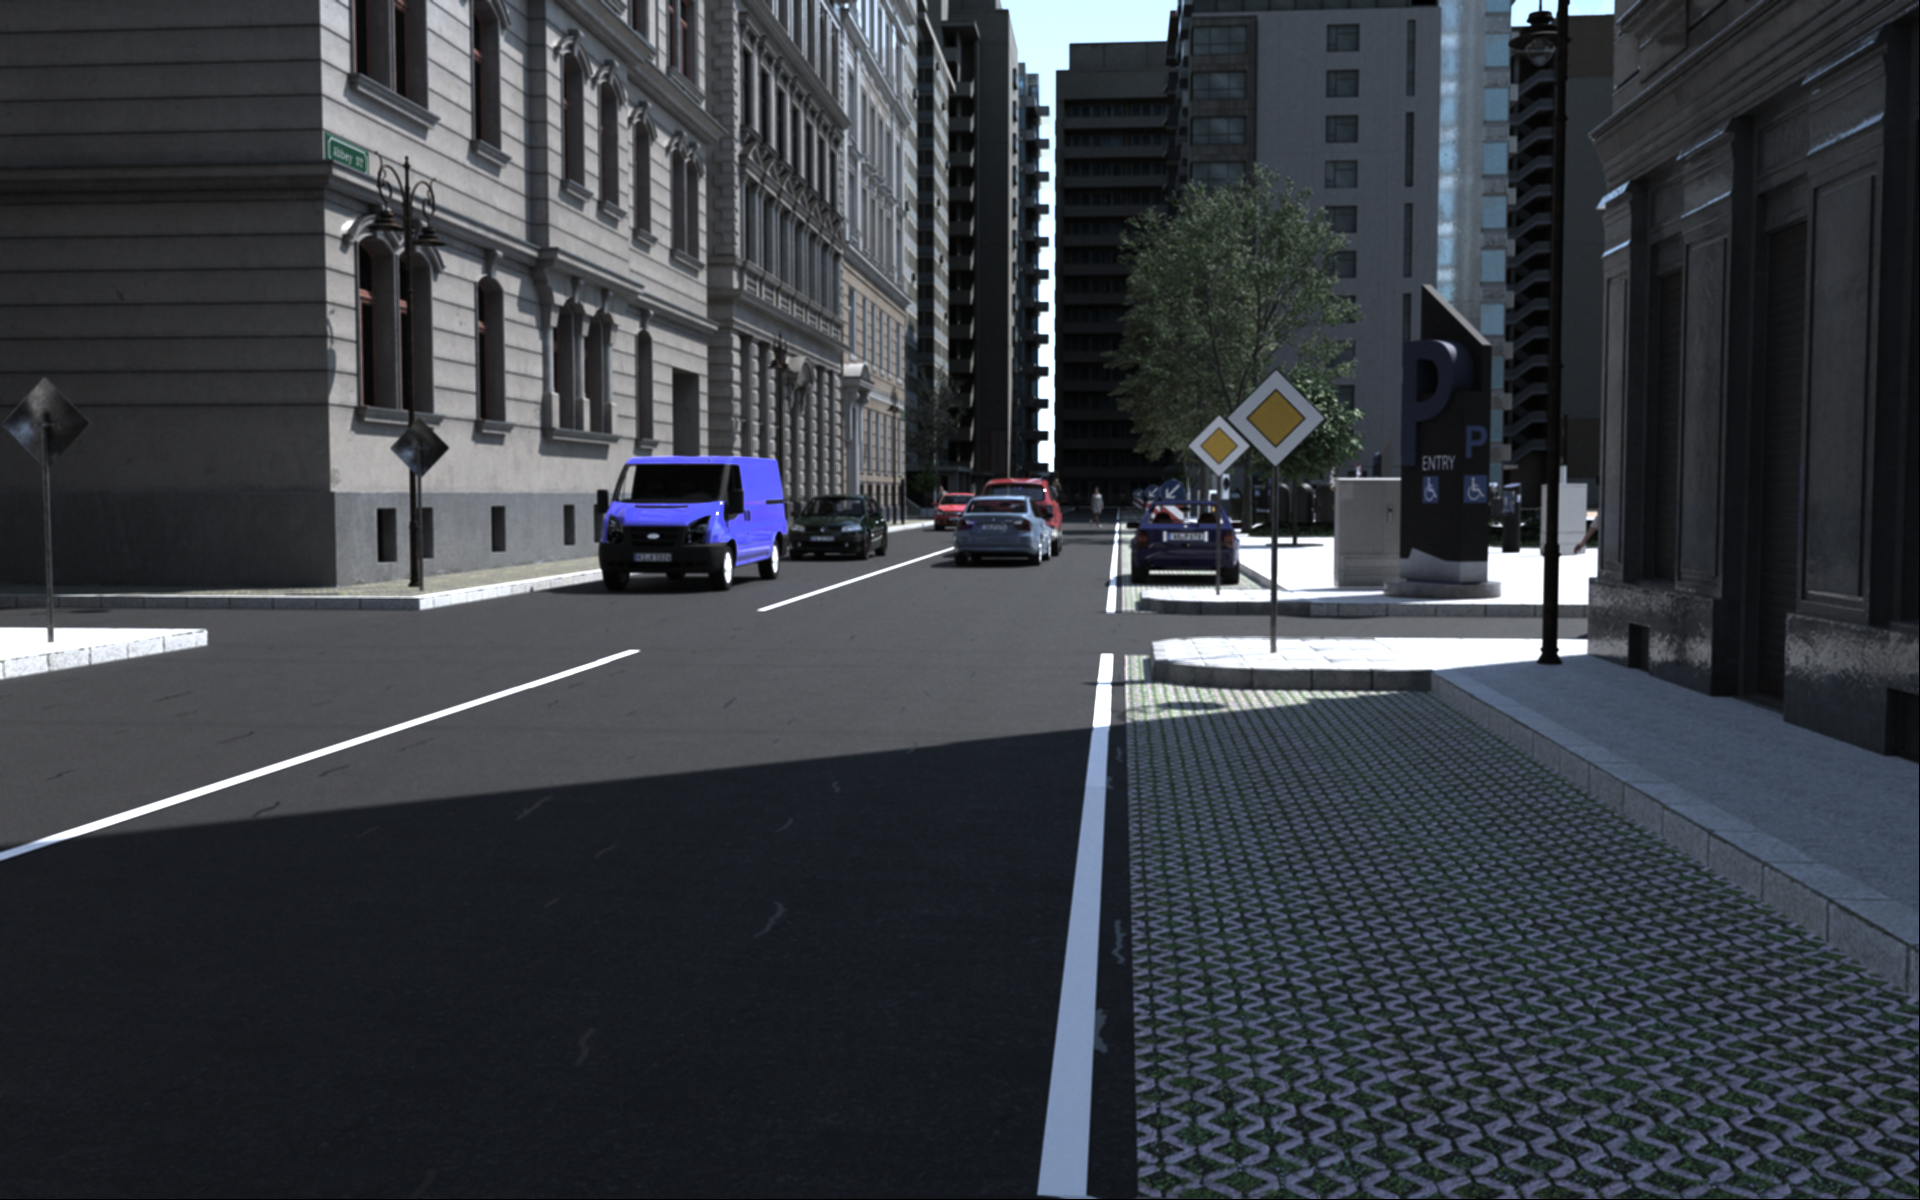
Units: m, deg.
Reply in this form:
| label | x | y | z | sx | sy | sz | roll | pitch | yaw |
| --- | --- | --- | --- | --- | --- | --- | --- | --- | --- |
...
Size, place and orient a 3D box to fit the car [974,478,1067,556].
| label | x | y | z | sx | sy | sz | roll | pitch | yaw |
| --- | --- | --- | --- | --- | --- | --- | --- | --- | --- |
| car | 1.419 | -2.022 | 41.740 | 2.281 | 1.827 | 5.304 | 0 | 4 | 4 |

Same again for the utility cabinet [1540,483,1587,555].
| label | x | y | z | sx | sy | sz | roll | pitch | yaw |
| --- | --- | --- | --- | --- | --- | --- | --- | --- | --- |
| utility cabinet | 12.606 | -1.683 | 36.195 | 1.173 | 1.500 | 0.318 | -3 | 4 | -36 |

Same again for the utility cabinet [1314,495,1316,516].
| label | x | y | z | sx | sy | sz | roll | pitch | yaw |
| --- | --- | --- | --- | --- | --- | --- | --- | --- | --- |
| utility cabinet | 18.178 | -4.760 | 88.989 | 1.020 | 1.237 | 0.306 | -3 | 5 | -45 |

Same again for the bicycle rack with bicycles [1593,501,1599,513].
| label | x | y | z | sx | sy | sz | roll | pitch | yaw |
| --- | --- | --- | --- | --- | --- | --- | --- | --- | --- |
| bicycle rack with bicycles | 30.533 | -4.358 | 84.636 | 2.852 | 0.926 | 2.925 | 1 | 4 | 15 |

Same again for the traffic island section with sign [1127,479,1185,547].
| label | x | y | z | sx | sy | sz | roll | pitch | yaw |
| --- | --- | --- | --- | --- | --- | --- | --- | --- | --- |
| traffic island section with sign | 5.570 | -2.314 | 46.470 | 1.989 | 1.847 | 2.006 | 0 | 4 | 5 |

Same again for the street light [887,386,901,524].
| label | x | y | z | sx | sy | sz | roll | pitch | yaw |
| --- | --- | --- | --- | --- | --- | --- | --- | --- | --- |
| street light | -2.808 | -6.199 | 74.146 | 0.468 | 5.910 | 1.993 | 0 | 4 | 5 |

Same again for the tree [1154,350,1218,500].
| label | x | y | z | sx | sy | sz | roll | pitch | yaw |
| --- | --- | --- | --- | --- | --- | --- | --- | --- | --- |
| tree | 11.366 | -8.281 | 85.764 | 4.737 | 8.622 | 4.395 | 0 | 3 | 0 |

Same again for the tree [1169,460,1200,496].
| label | x | y | z | sx | sy | sz | roll | pitch | yaw |
| --- | --- | --- | --- | --- | --- | --- | --- | --- | --- |
| tree | 12.524 | -6.316 | 97.872 | 1.663 | 3.219 | 1.824 | 0 | 3 | 0 |

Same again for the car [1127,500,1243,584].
| label | x | y | z | sx | sy | sz | roll | pitch | yaw |
| --- | --- | --- | --- | --- | --- | --- | --- | --- | --- |
| car | 3.743 | -0.995 | 28.851 | 1.945 | 1.354 | 3.894 | 0 | 4 | 7 |

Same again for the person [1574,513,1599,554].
| label | x | y | z | sx | sy | sz | roll | pitch | yaw |
| --- | --- | --- | --- | --- | --- | --- | --- | --- | --- |
| person | 6.551 | -0.508 | 17.473 | 0.731 | 1.740 | 0.598 | 0 | 4 | -6 |

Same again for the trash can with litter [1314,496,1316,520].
| label | x | y | z | sx | sy | sz | roll | pitch | yaw |
| --- | --- | --- | --- | --- | --- | --- | --- | --- | --- |
| trash can with litter | 18.048 | -4.543 | 85.334 | 2.233 | 1.210 | 1.678 | -1 | 4 | -21 |

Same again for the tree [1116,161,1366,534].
| label | x | y | z | sx | sy | sz | roll | pitch | yaw |
| --- | --- | --- | --- | --- | --- | --- | --- | --- | --- |
| tree | 9.155 | -7.952 | 55.778 | 9.928 | 11.665 | 9.643 | 0 | 3 | 0 |

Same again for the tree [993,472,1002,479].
| label | x | y | z | sx | sy | sz | roll | pitch | yaw |
| --- | --- | --- | --- | --- | --- | --- | --- | --- | --- |
| tree | 2.935 | -9.543 | 150.630 | 1.663 | 3.219 | 1.824 | 0 | 3 | 0 |

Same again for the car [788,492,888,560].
| label | x | y | z | sx | sy | sz | roll | pitch | yaw |
| --- | --- | --- | --- | --- | --- | --- | --- | --- | --- |
| car | -2.716 | -1.786 | 38.993 | 2.009 | 1.686 | 4.222 | 0 | 4 | 6 |

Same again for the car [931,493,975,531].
| label | x | y | z | sx | sy | sz | roll | pitch | yaw |
| --- | --- | --- | --- | --- | --- | --- | --- | --- | --- |
| car | -0.034 | -3.654 | 68.789 | 2.155 | 1.783 | 4.494 | 0 | 4 | 3 |

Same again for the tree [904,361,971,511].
| label | x | y | z | sx | sy | sz | roll | pitch | yaw |
| --- | --- | --- | --- | --- | --- | --- | --- | --- | --- |
| tree | -1.605 | -8.852 | 95.093 | 4.360 | 8.622 | 3.978 | 0 | 3 | 0 |

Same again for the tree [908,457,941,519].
| label | x | y | z | sx | sy | sz | roll | pitch | yaw |
| --- | --- | --- | --- | --- | --- | --- | --- | --- | --- |
| tree | -1.724 | -5.885 | 90.819 | 1.663 | 3.219 | 1.824 | 0 | 3 | 0 |

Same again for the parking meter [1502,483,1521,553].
| label | x | y | z | sx | sy | sz | roll | pitch | yaw |
| --- | --- | --- | --- | --- | --- | --- | --- | --- | --- |
| parking meter | 12.128 | -1.814 | 38.074 | 0.372 | 1.533 | 0.369 | 0 | 3 | 0 |

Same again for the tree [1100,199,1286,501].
| label | x | y | z | sx | sy | sz | roll | pitch | yaw |
| --- | --- | --- | --- | --- | --- | --- | --- | --- | --- |
| tree | 9.182 | -9.133 | 67.454 | 7.486 | 12.596 | 7.792 | 0 | 3 | 0 |

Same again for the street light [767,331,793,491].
| label | x | y | z | sx | sy | sz | roll | pitch | yaw |
| --- | --- | --- | --- | --- | --- | --- | --- | --- | --- |
| street light | -5.104 | -4.682 | 49.336 | 0.468 | 5.910 | 1.993 | 0 | 4 | 5 |

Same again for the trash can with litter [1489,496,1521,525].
| label | x | y | z | sx | sy | sz | roll | pitch | yaw |
| --- | --- | --- | --- | --- | --- | --- | --- | --- | --- |
| trash can with litter | 22.304 | -3.668 | 71.031 | 1.678 | 1.210 | 2.233 | -3 | 5 | -45 |

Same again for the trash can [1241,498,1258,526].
| label | x | y | z | sx | sy | sz | roll | pitch | yaw |
| --- | --- | --- | --- | --- | --- | --- | --- | --- | --- |
| trash can | 11.606 | -3.542 | 69.566 | 0.748 | 1.137 | 0.748 | 0 | 3 | 0 |

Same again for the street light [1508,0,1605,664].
| label | x | y | z | sx | sy | sz | roll | pitch | yaw |
| --- | --- | --- | --- | --- | --- | --- | --- | --- | --- |
| street light | 4.466 | -2.456 | 12.944 | 0.468 | 5.910 | 1.993 | 0 | 4 | 5 |

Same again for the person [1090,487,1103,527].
| label | x | y | z | sx | sy | sz | roll | pitch | yaw |
| --- | --- | --- | --- | --- | --- | --- | --- | --- | --- |
| person | 5.893 | -4.030 | 75.146 | 0.466 | 1.731 | 0.760 | -3 | 5 | -43 |

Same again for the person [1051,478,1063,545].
| label | x | y | z | sx | sy | sz | roll | pitch | yaw |
| --- | --- | --- | --- | --- | --- | --- | --- | --- | --- |
| person | 2.712 | -2.528 | 49.188 | 0.474 | 1.900 | 0.648 | 0 | 4 | 6 |

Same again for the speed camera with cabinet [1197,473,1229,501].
| label | x | y | z | sx | sy | sz | roll | pitch | yaw |
| --- | --- | --- | --- | --- | --- | --- | --- | --- | --- |
| speed camera with cabinet | 10.941 | -4.915 | 74.702 | 0.660 | 3.252 | 2.038 | 2 | 4 | 34 |

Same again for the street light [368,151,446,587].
| label | x | y | z | sx | sy | sz | roll | pitch | yaw |
| --- | --- | --- | --- | --- | --- | --- | --- | --- | --- |
| street light | -7.561 | -3.123 | 23.847 | 0.468 | 5.910 | 1.993 | 0 | 4 | 5 |

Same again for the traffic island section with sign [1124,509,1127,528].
| label | x | y | z | sx | sy | sz | roll | pitch | yaw |
| --- | --- | --- | --- | --- | --- | --- | --- | --- | --- |
| traffic island section with sign | 8.071 | -3.968 | 73.510 | 1.989 | 1.847 | 2.006 | 0 | 4 | 5 |

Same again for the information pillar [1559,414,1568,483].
| label | x | y | z | sx | sy | sz | roll | pitch | yaw |
| --- | --- | --- | --- | --- | --- | --- | --- | --- | --- |
| information pillar | 17.636 | -3.626 | 50.636 | 0.183 | 3.616 | 0.504 | 0 | 4 | 6 |

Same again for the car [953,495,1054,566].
| label | x | y | z | sx | sy | sz | roll | pitch | yaw |
| --- | --- | --- | --- | --- | --- | --- | --- | --- | --- |
| car | 0.918 | -1.474 | 36.105 | 2.014 | 1.417 | 4.499 | 0 | 4 | 7 |

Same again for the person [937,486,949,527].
| label | x | y | z | sx | sy | sz | roll | pitch | yaw |
| --- | --- | --- | --- | --- | --- | --- | --- | --- | --- |
| person | -0.713 | -4.152 | 76.566 | 0.592 | 1.802 | 0.473 | 0 | 4 | 2 |

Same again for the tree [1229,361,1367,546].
| label | x | y | z | sx | sy | sz | roll | pitch | yaw |
| --- | --- | --- | --- | --- | --- | --- | --- | --- | --- |
| tree | 8.305 | -3.630 | 43.072 | 4.285 | 4.588 | 4.351 | 0 | 3 | 0 |

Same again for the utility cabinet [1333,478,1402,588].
| label | x | y | z | sx | sy | sz | roll | pitch | yaw |
| --- | --- | --- | --- | --- | --- | --- | --- | --- | --- |
| utility cabinet | 5.693 | -0.905 | 23.480 | 1.173 | 1.500 | 0.318 | 0 | 4 | -1 |
